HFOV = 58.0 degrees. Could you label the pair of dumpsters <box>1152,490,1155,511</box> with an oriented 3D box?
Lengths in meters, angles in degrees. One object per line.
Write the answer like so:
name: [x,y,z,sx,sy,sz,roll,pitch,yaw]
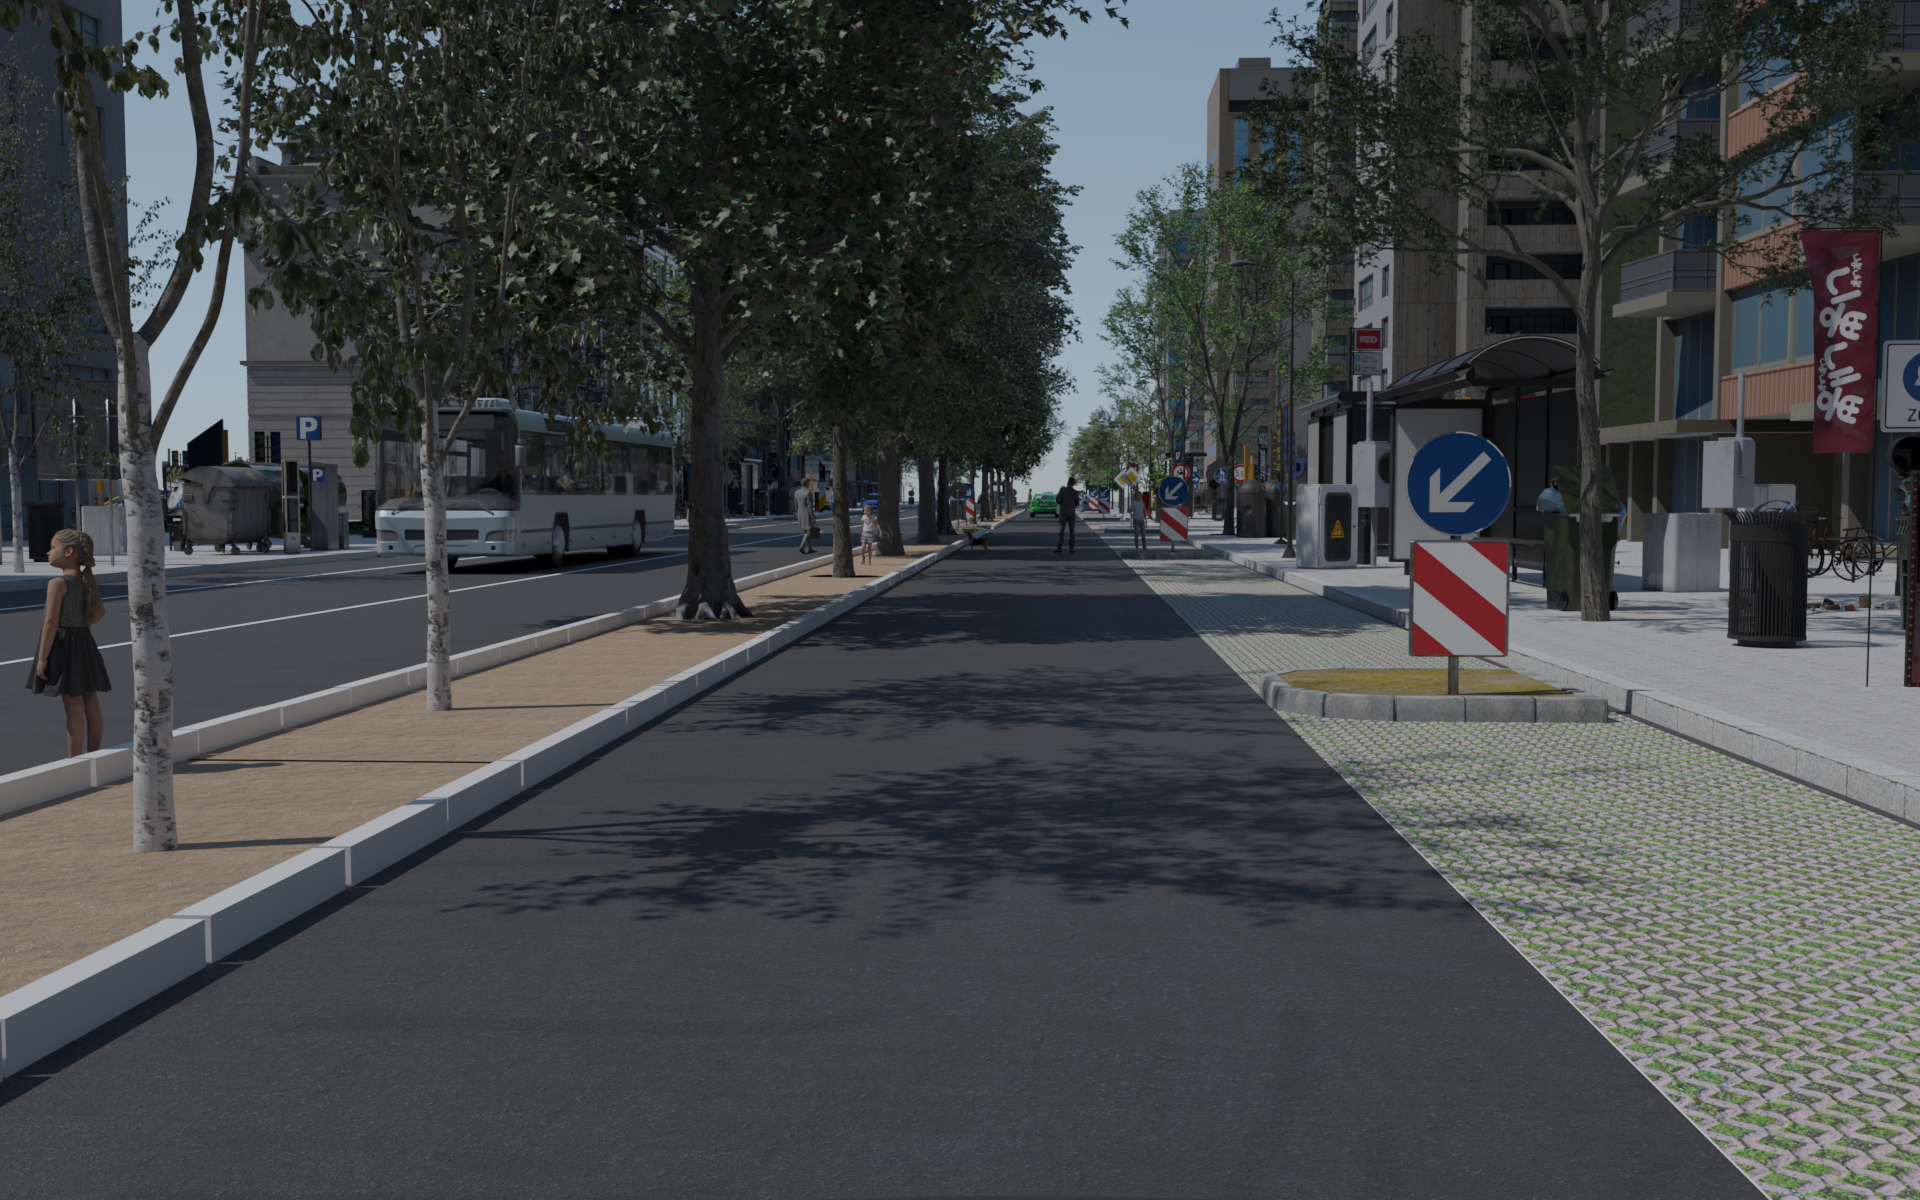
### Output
pair of dumpsters: [14.920,-7.735,128.963,1.574,2.255,4.437,0,4,3]

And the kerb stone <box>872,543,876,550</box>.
kerb stone: [-2.299,-1.317,43.730,0.120,0.150,1.000,0,4,3]

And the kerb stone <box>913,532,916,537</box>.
kerb stone: [-1.610,-2.070,56.036,0.120,0.150,1.000,0,4,3]

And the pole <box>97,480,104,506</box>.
pole: [-32.019,-4.323,64.521,0.158,3.312,0.155,0,3,0]

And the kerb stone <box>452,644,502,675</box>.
kerb stone: [-3.956,0.498,14.049,0.120,0.150,1.000,0,4,3]

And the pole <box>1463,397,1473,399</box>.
pole: [10.688,-2.610,36.518,0.158,3.312,0.155,0,3,0]

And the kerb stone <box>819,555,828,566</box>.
kerb stone: [-2.807,-0.754,34.527,0.120,0.150,1.000,0,4,3]

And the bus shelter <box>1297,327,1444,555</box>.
bus shelter: [8.992,-3.780,39.436,2.179,5.291,8.768,0,4,3]

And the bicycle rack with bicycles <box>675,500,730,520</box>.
bicycle rack with bicycles: [-12.762,-4.392,85.185,2.925,0.926,2.852,-2,4,-34]

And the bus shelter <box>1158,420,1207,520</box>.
bus shelter: [11.633,-6.951,91.288,2.179,5.291,8.768,0,4,3]

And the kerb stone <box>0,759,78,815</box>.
kerb stone: [-4.299,0.875,7.898,0.120,0.150,1.000,0,4,3]

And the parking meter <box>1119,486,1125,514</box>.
parking meter: [10.653,-6.624,114.010,0.255,1.863,0.399,2,4,32]

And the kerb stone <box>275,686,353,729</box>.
kerb stone: [-4.125,0.690,10.980,0.120,0.150,1.000,0,4,3]

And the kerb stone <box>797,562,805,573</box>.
kerb stone: [-2.987,-0.563,31.466,0.120,0.150,1.000,0,4,3]

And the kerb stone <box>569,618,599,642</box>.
kerb stone: [-3.784,0.310,17.123,0.120,0.150,1.000,0,4,3]

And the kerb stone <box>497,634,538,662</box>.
kerb stone: [-3.903,0.436,15.070,0.120,0.150,1.000,0,4,3]

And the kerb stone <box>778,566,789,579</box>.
kerb stone: [-3.090,-0.442,29.420,0.120,0.150,1.000,0,4,3]

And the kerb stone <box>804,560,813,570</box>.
kerb stone: [-2.932,-0.629,32.486,0.120,0.150,1.000,0,4,3]

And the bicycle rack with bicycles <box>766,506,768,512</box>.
bicycle rack with bicycles: [-15.201,-6.565,120.714,2.925,0.926,2.852,3,5,41]

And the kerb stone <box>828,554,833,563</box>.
kerb stone: [-2.757,-0.817,35.548,0.120,0.150,1.000,0,4,3]

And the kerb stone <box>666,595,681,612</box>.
kerb stone: [-3.556,0.062,21.220,0.120,0.150,1.000,0,4,3]

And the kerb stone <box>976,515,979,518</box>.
kerb stone: [1.260,-5.225,107.723,0.120,0.150,1.000,0,4,3]

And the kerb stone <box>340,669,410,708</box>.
kerb stone: [-4.074,0.623,12.002,0.120,0.150,1.000,0,4,3]

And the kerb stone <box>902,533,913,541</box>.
kerb stone: [-1.674,-2.004,55.003,0.120,0.150,1.000,0,4,3]

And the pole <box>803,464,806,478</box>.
pole: [-10.577,-7.584,117.833,0.158,3.312,0.155,0,3,0]

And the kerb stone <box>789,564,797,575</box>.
kerb stone: [-3.038,-0.504,30.442,0.120,0.150,1.000,0,4,3]

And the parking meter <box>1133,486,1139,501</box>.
parking meter: [12.239,-7.027,120.610,0.399,1.863,0.255,-2,4,-32]

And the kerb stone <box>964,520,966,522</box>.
kerb stone: [0.128,-3.979,87.251,0.120,0.150,1.000,0,4,3]

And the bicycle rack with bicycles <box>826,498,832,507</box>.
bicycle rack with bicycles: [-10.631,-7.984,143.919,2.925,0.926,2.852,-1,4,-23]

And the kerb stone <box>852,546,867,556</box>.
kerb stone: [-2.413,-1.192,41.689,0.120,0.150,1.000,0,4,3]

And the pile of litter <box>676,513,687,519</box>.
pile of litter: [-14.036,-4.676,90.420,1.719,0.858,1.176,0,4,-4]

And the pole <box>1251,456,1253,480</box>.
pole: [15.434,-5.990,91.775,0.158,3.312,0.155,0,3,0]

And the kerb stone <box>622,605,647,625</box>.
kerb stone: [-3.672,0.188,19.173,0.120,0.150,1.000,0,4,3]

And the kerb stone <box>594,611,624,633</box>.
kerb stone: [-3.730,0.248,18.144,0.120,0.150,1.000,0,4,3]

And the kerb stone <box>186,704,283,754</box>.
kerb stone: [-4.187,0.749,9.954,0.120,0.150,1.000,0,4,3]

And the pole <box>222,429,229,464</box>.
pole: [-23.192,-3.726,54.763,0.158,3.312,0.155,0,3,0]

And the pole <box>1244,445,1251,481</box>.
pole: [11.807,-4.749,71.487,0.158,3.312,0.155,0,3,0]

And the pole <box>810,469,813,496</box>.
pole: [-12.077,-9.002,141.025,0.158,3.312,0.155,0,3,0]

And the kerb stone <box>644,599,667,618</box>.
kerb stone: [-3.615,0.124,20.199,0.120,0.150,1.000,0,4,3]

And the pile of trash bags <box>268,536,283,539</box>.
pile of trash bags: [-20.386,-2.497,50.572,1.912,1.369,3.447,-2,4,-33]

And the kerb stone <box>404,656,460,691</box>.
kerb stone: [-4.012,0.561,13.023,0.120,0.150,1.000,0,4,3]

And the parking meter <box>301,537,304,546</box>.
parking meter: [-16.531,-2.127,43.180,0.372,1.533,0.369,0,3,0]

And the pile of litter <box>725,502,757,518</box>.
pile of litter: [-11.906,-4.893,93.957,1.719,0.858,1.176,1,4,16]

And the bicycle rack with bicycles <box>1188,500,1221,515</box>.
bicycle rack with bicycles: [15.311,-5.656,105.863,2.925,0.926,2.852,2,4,29]

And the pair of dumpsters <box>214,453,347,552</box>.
pair of dumpsters: [-15.796,-2.297,40.048,1.574,2.255,4.437,0,4,3]

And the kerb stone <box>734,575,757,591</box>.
kerb stone: [-3.271,-0.254,26.342,0.120,0.150,1.000,0,4,3]

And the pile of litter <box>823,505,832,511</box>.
pile of litter: [-10.629,-7.312,133.521,1.719,0.858,1.176,0,4,0]

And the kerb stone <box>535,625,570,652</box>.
kerb stone: [-3.844,0.373,16.090,0.120,0.150,1.000,0,4,3]

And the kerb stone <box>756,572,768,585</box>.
kerb stone: [-3.212,-0.317,27.372,0.120,0.150,1.000,0,4,3]

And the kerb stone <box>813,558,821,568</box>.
kerb stone: [-2.872,-0.687,33.507,0.120,0.150,1.000,0,4,3]

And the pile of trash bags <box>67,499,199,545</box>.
pile of trash bags: [-20.441,-2.031,42.959,3.447,1.369,1.912,0,4,-8]

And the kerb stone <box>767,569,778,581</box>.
kerb stone: [-3.166,-0.377,28.397,0.120,0.150,1.000,0,4,3]

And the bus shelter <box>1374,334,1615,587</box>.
bus shelter: [7.428,-1.887,24.774,2.014,3.302,5.546,0,4,3]

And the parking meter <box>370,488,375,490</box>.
parking meter: [-24.775,-3.968,73.293,0.372,1.533,0.369,0,3,0]

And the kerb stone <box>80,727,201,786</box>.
kerb stone: [-4.234,0.812,8.927,0.120,0.150,1.000,0,4,3]

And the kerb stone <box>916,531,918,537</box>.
kerb stone: [-1.569,-2.129,57.059,0.120,0.150,1.000,0,4,3]

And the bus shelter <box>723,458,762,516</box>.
bus shelter: [-13.370,-7.548,101.038,2.179,5.291,8.768,0,4,3]

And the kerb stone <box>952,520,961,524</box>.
kerb stone: [-0.152,-3.666,82.140,0.120,0.150,1.000,0,4,3]
